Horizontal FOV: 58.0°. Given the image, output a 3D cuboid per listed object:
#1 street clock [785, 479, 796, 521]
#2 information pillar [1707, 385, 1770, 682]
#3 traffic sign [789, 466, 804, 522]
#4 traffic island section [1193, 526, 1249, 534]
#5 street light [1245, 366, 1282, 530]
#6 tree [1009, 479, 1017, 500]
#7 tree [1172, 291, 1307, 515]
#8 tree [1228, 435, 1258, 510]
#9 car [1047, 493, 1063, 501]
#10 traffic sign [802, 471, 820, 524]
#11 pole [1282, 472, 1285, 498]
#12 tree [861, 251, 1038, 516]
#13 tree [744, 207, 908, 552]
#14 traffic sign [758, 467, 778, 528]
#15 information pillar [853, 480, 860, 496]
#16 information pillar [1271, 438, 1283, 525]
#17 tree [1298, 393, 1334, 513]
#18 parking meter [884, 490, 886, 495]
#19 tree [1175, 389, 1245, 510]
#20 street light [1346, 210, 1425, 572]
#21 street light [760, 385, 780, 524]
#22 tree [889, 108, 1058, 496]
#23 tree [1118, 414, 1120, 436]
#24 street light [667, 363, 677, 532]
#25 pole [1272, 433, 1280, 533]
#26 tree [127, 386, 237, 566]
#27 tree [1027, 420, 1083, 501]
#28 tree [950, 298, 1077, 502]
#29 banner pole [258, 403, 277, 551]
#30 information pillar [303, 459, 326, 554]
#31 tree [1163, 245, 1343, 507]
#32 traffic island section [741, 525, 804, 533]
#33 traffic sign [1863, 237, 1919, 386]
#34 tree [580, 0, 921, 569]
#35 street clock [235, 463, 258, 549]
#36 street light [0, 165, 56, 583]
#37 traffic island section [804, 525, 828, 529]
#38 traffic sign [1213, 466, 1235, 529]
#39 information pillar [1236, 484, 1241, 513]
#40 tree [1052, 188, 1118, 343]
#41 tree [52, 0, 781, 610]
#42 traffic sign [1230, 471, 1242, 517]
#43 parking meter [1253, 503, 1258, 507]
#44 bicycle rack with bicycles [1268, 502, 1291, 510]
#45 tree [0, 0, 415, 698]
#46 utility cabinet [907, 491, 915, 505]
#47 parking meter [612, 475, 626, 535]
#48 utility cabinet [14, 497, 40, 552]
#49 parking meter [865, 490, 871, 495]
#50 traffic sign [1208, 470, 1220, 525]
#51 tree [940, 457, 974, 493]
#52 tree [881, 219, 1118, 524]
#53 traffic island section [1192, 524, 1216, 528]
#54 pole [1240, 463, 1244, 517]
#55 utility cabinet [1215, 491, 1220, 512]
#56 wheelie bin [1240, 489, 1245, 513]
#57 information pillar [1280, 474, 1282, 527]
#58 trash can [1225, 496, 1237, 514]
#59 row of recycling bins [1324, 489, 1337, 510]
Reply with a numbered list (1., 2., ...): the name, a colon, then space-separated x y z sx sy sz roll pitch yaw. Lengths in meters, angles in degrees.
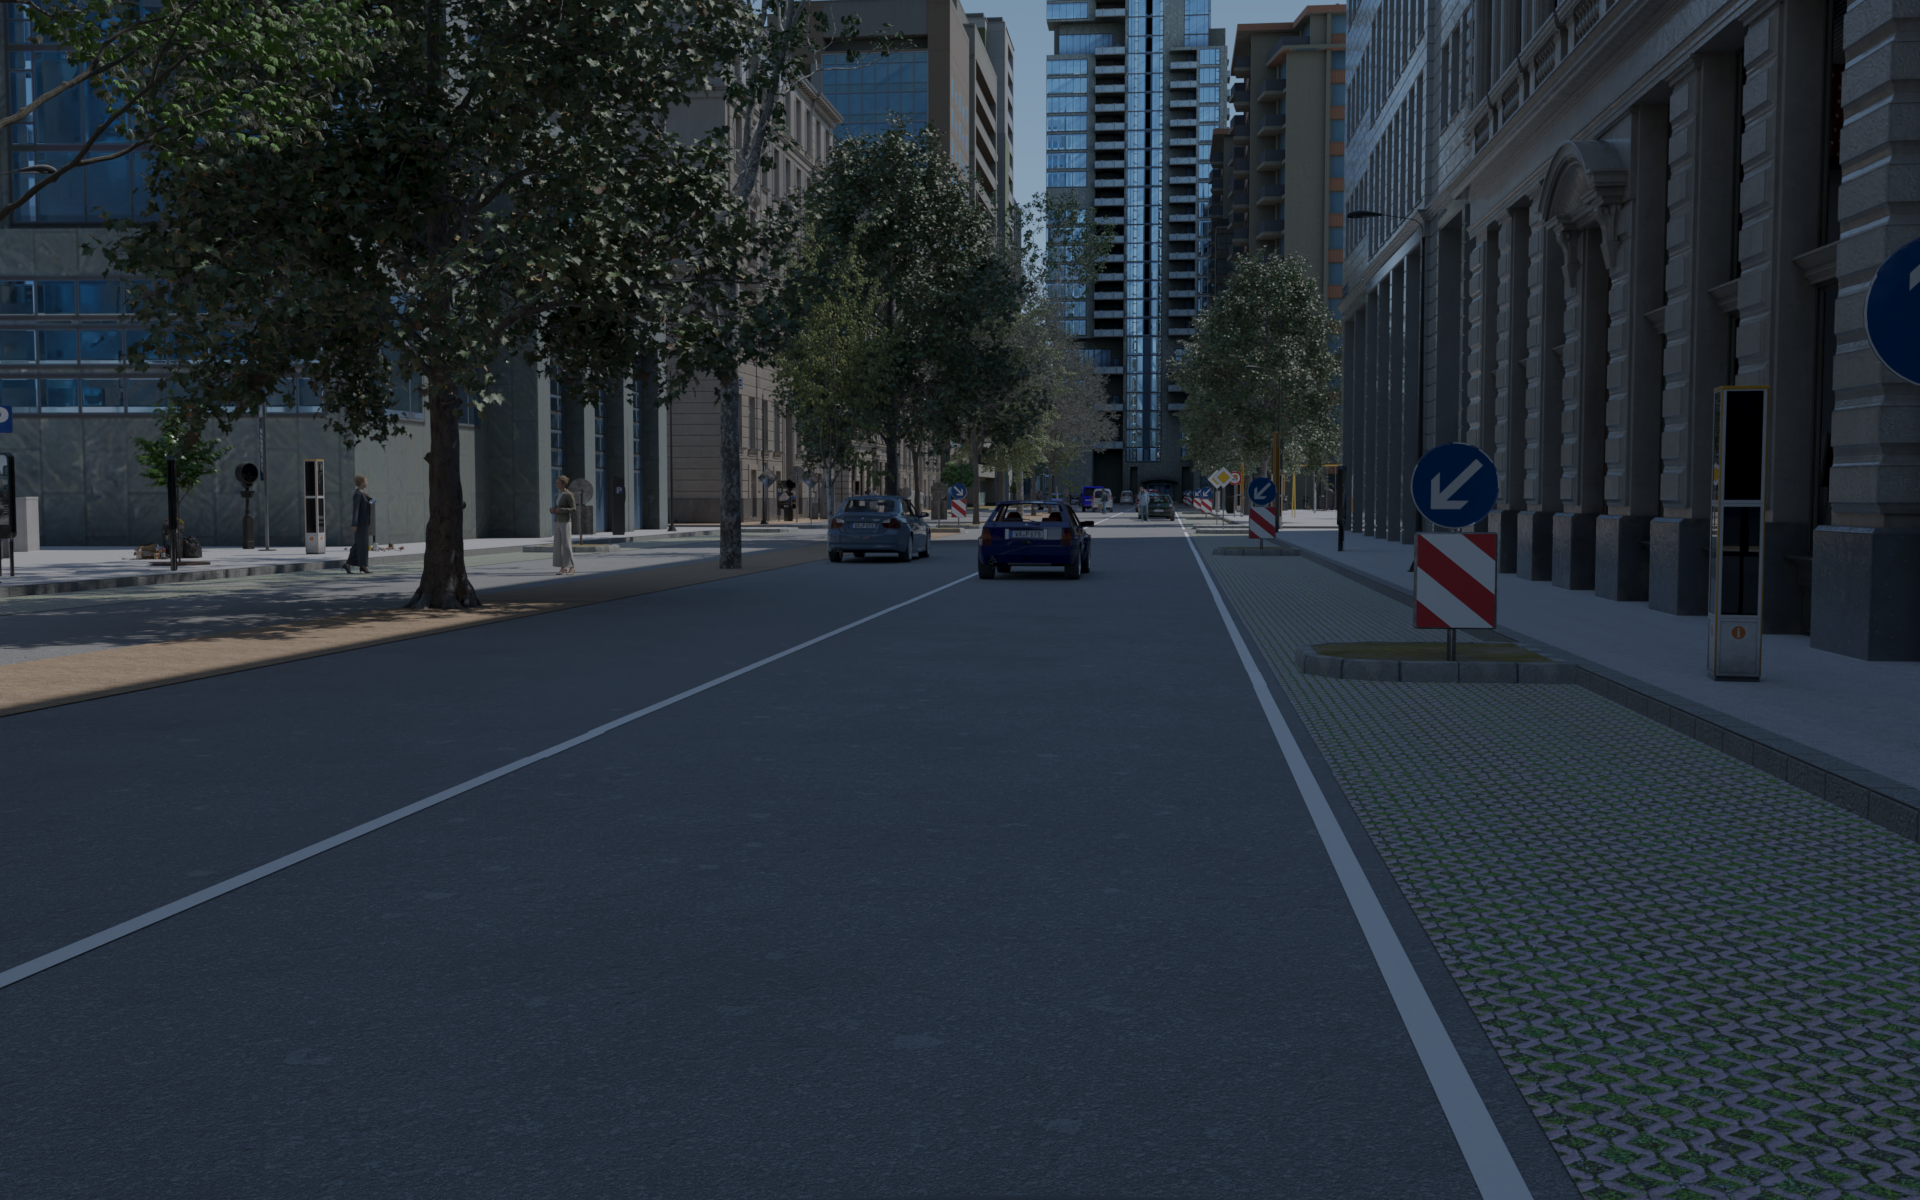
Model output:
1. street clock: -7.952 -4.684 81.153 0.471 2.002 0.358 -2 4 -24
2. information pillar: 5.343 -0.453 11.906 0.304 2.012 0.304 1 4 14
3. traffic sign: -7.377 -4.780 78.256 0.768 2.556 0.104 1 4 10
4. traffic island section: 9.619 -2.502 63.180 2.009 0.180 2.903 0 4 7
5. street light: 11.002 -5.517 62.749 1.470 5.913 1.316 0 4 7
6. tree: 6.398 -12.692 202.111 1.663 3.219 1.824 0 3 0
7. tree: 17.714 -12.223 106.506 9.857 13.997 8.962 0 3 0
8. tree: 20.593 -10.808 127.080 4.360 8.622 3.978 0 3 0
9. car: 9.995 -10.431 180.137 1.945 1.707 3.694 0 4 7
10. traffic sign: -6.281 -4.246 73.056 0.795 2.450 0.064 0 4 7
11. pole: 26.070 -8.910 139.529 0.158 3.312 0.155 0 3 0
12. tree: -1.371 -7.537 60.097 8.767 10.594 7.601 0 4 7
13. tree: -3.198 -5.479 42.406 4.737 8.622 4.395 0 3 0
14. traffic sign: -7.228 -3.761 65.127 0.795 2.450 0.064 0 4 7
15. information pillar: -5.657 -5.494 94.312 0.304 2.012 0.304 0 4 -1
16. information pillar: 13.354 -4.987 72.890 0.504 3.616 0.183 -1 4 -13
17. tree: 23.701 -10.128 115.952 4.360 8.622 3.978 0 3 0
18. parking meter: -4.408 -5.898 104.842 0.372 1.533 0.369 0 3 0
19. tree: 21.737 -13.781 143.439 7.486 12.596 7.792 0 3 0
20. street light: 7.021 -3.420 28.458 1.470 5.913 1.316 0 4 7
21. street light: -7.771 -6.147 73.051 1.470 5.913 1.316 0 4 7
22. tree: -2.006 -8.067 51.356 9.611 12.733 9.660 0 3 0
23. tree: 4.829 -12.231 112.802 12.009 13.543 11.850 0 3 0
24. street light: -9.347 -5.300 59.201 1.470 5.913 1.316 0 4 7
25. pole: 10.520 -3.905 57.693 0.158 3.312 0.155 0 3 0
26. tree: -14.248 -2.248 31.356 1.663 3.219 1.824 0 3 0
27. tree: 7.576 -11.084 134.042 4.737 8.622 4.395 0 3 0
28. tree: 2.066 -10.283 88.705 7.486 12.596 7.792 0 3 0
29. banner pole: -15.791 -3.012 39.262 0.401 3.779 0.863 -2 4 -32
30. information pillar: -13.740 -1.980 36.870 0.304 2.012 0.304 1 4 10
31. tree: 14.048 -9.953 79.742 9.611 12.733 9.660 0 3 0
32. traffic island section: -7.252 -2.625 65.192 2.009 0.180 2.903 0 4 7
33. traffic sign: 4.804 -0.513 8.495 0.768 2.556 0.104 1 4 11
34. tree: -5.492 -10.713 33.507 12.611 20.169 13.585 0 3 0
35. street clock: -16.570 -2.184 40.281 0.358 2.002 0.471 2 4 31
36. street light: -13.445 -3.187 24.655 1.470 5.913 1.316 0 4 7
37. traffic island section: -6.305 -3.110 73.121 2.009 0.180 2.903 0 4 7
38. traffic sign: 9.595 -3.637 63.106 0.795 2.450 0.064 0 4 7
39. information pillar: 19.432 -7.094 120.481 0.304 2.012 0.304 2 4 28
40. tree: 2.331 -14.781 100.007 12.611 20.169 13.585 0 3 0
41. tree: -6.474 -6.247 21.598 9.611 12.733 9.660 0 3 0
42. traffic sign: 15.228 -5.864 95.977 0.768 2.556 0.104 0 4 8
43. parking meter: 19.986 -6.834 117.454 0.255 1.863 0.399 3 5 42
44. bicycle rack with bicycles: 25.114 -7.597 137.591 2.852 0.926 2.925 -3 5 -44
45. tree: -7.221 -5.096 11.527 9.928 11.665 9.643 0 3 0
46. utility cabinet: -3.359 -6.557 115.891 0.318 1.500 1.173 2 4 29
47. parking meter: -10.663 -2.961 54.130 0.399 1.863 0.255 -2 4 -24
48. utility cabinet: -20.945 -1.692 38.827 0.306 1.237 1.020 -1 4 -14
49. parking meter: -5.143 -5.407 96.822 0.372 1.533 0.369 0 3 0
50. traffic sign: 10.542 -4.122 71.035 0.795 2.450 0.064 0 4 7
51. tree: -0.052 -9.908 145.716 4.285 4.588 4.351 0 3 0
52. tree: 0.740 -10.041 77.000 12.009 13.543 11.850 0 3 0
53. traffic island section: 10.566 -2.986 71.109 2.009 0.180 2.903 0 4 7
54. pole: 15.879 -6.337 97.448 0.158 3.312 0.155 0 3 0
55. utility cabinet: 18.142 -6.932 122.024 0.318 1.500 1.173 0 4 7
56. wheelie bin: 19.114 -6.587 115.605 0.693 1.594 0.980 -3 4 -37
57. information pillar: 11.681 -3.622 63.716 0.304 2.012 0.304 0 4 3
58. trash can: 17.557 -6.156 112.301 0.748 1.137 0.748 0 3 0
59. row of recycling bins: 30.447 -7.912 136.481 3.534 1.692 1.069 1 4 17
